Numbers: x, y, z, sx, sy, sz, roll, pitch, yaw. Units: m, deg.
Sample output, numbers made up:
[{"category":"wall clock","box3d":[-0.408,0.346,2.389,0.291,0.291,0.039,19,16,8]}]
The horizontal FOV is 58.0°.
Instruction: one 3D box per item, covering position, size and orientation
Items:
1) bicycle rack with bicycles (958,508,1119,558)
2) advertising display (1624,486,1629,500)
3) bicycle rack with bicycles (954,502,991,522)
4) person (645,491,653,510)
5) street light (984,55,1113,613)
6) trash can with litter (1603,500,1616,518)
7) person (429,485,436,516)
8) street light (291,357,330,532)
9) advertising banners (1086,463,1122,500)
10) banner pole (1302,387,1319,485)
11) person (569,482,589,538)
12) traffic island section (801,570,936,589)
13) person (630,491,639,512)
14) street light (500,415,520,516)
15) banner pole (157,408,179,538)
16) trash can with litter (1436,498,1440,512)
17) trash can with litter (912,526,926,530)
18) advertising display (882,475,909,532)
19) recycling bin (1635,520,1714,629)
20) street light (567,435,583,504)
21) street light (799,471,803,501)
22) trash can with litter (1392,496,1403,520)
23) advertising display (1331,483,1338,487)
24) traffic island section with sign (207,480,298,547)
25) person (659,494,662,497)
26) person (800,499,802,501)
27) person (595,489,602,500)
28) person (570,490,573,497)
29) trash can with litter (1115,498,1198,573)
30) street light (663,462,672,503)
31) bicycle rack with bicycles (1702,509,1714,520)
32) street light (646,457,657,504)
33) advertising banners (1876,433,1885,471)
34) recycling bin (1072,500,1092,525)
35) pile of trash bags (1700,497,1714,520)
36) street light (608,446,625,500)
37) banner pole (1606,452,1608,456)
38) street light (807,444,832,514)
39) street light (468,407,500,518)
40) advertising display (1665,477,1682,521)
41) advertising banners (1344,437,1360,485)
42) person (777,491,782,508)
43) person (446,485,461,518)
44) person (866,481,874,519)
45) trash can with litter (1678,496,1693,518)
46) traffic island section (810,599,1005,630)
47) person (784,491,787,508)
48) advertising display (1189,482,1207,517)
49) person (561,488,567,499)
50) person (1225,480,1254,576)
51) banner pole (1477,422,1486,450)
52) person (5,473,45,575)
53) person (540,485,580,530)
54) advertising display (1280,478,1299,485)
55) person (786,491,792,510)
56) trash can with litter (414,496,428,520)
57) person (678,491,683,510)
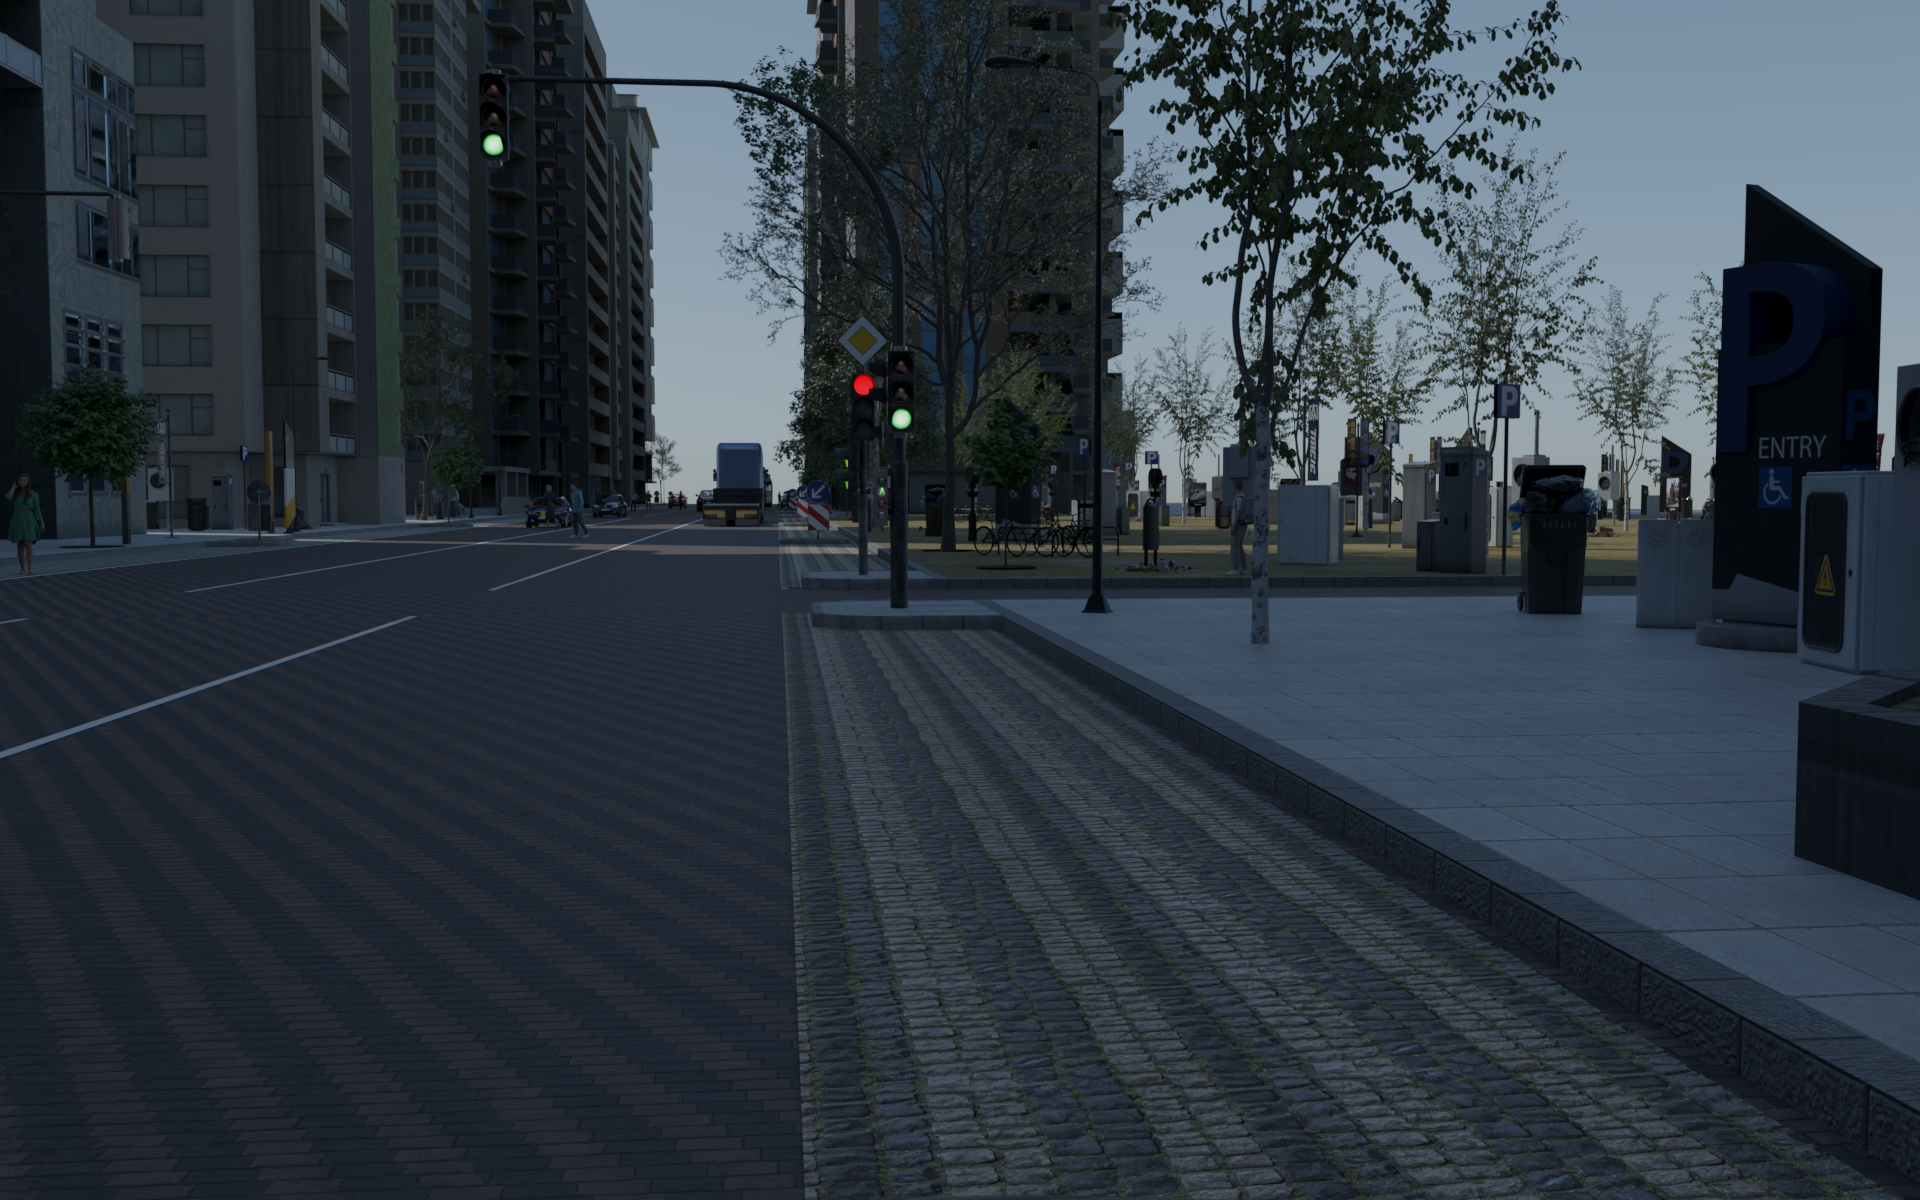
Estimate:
[{"category":"bicycle rack with bicycles","box3d":[2.027,-1.369,35.764,2.852,0.926,2.925,-2,4,-35]},{"category":"advertising display","box3d":[39.531,-5.969,102.800,0.123,1.923,0.974,2,4,30]},{"category":"bicycle rack with bicycles","box3d":[0.736,-3.967,78.239,2.925,0.926,2.852,3,5,42]},{"category":"person","box3d":[-28.210,-9.061,157.180,0.617,1.759,0.750,0,4,4]},{"category":"street light","box3d":[0.952,-2.815,18.572,1.470,5.913,1.316,0,4,-6]},{"category":"trash can with litter","box3d":[35.327,-5.090,94.602,1.055,1.170,0.624,3,5,42]},{"category":"person","box3d":[-30.111,-5.691,99.369,0.678,1.792,0.850,2,4,24]},{"category":"street light","box3d":[-21.977,-5.262,58.575,1.470,5.913,1.316,0,4,-6]},{"category":"advertising banners","box3d":[8.005,-6.110,96.086,2.074,3.025,0.090,0,4,-7]},{"category":"banner pole","box3d":[8.132,-3.077,40.320,0.401,3.779,0.863,-1,4,-20]},{"category":"person","box3d":[-12.473,-2.947,56.704,0.620,1.820,0.660,-3,5,-45]},{"category":"traffic island section","box3d":[-1.512,-0.318,27.485,2.009,0.180,2.903,0,4,-6]},{"category":"person","box3d":[-26.247,-7.952,139.449,0.756,1.711,0.436,1,4,12]},{"category":"street light","box3d":[-26.599,-7.918,102.005,1.470,5.913,1.316,0,4,-6]},{"category":"banner pole","box3d":[-23.129,-3.695,50.433,0.401,3.779,0.863,0,4,5]},{"category":"trash can with litter","box3d":[12.977,-2.210,47.522,0.624,1.170,1.055,3,5,41]},{"category":"trash can with litter","box3d":[-1.013,-3.120,62.071,1.678,1.210,2.233,3,5,42]},{"category":"advertising display","box3d":[-2.191,-3.249,58.330,0.974,1.923,0.123,-1,4,-10]},{"category":"recycling bin","box3d":[6.945,-0.258,16.778,0.722,1.027,0.722,1,4,21]},{"category":"street light","box3d":[-30.136,-9.966,135.487,1.470,5.913,1.316,0,4,-6]},{"category":"street light","box3d":[-12.515,-10.553,145.089,1.470,5.913,1.316,0,4,-6]},{"category":"trash can with litter","box3d":[22.208,-4.618,86.886,1.055,1.170,0.624,0,4,4]},{"category":"advertising display","box3d":[21.817,-5.771,99.563,0.974,1.923,0.123,0,4,1]},{"category":"traffic island section with sign","box3d":[-19.370,-2.383,47.595,1.989,1.847,2.006,0,4,-6]},{"category":"person","box3d":[-44.786,-15.291,256.036,1.348,1.826,0.705,-1,4,-10]},{"category":"person","box3d":[-22.526,-14.620,245.177,0.705,1.812,1.348,-2,4,-29]},{"category":"person","box3d":[-33.018,-9.276,158.241,0.750,1.759,0.617,0,4,-5]},{"category":"person","box3d":[-30.847,-8.029,138.252,0.756,1.711,0.436,-3,5,-44]},{"category":"trash can with litter","box3d":[3.455,-1.116,29.305,1.678,1.210,2.233,2,4,24]},{"category":"street light","box3d":[-42.363,-17.030,250.984,1.470,5.913,1.316,0,4,-6]},{"category":"bicycle rack with bicycles","box3d":[19.068,-1.766,42.250,2.925,0.926,2.852,-2,4,-27]},{"category":"street light","box3d":[-38.853,-15.019,218.103,1.470,5.913,1.316,0,4,-6]},{"category":"advertising banners","box3d":[25.891,-3.328,50.603,0.090,3.025,2.074,-3,5,-40]},{"category":"recycling bin","box3d":[5.093,-3.597,71.361,0.722,1.027,0.722,-3,5,-40]},{"category":"pile of trash bags","box3d":[37.698,-4.634,85.518,1.912,1.369,3.447,1,4,18]},{"category":"street light","box3d":[-33.632,-11.981,168.426,1.470,5.913,1.316,0,4,-6]},{"category":"banner pole","box3d":[38.485,-6.935,103.400,0.401,3.779,0.863,0,4,-2]},{"category":"street light","box3d":[-8.961,-8.500,111.522,1.470,5.913,1.316,0,4,-6]},{"category":"street light","box3d":[-25.474,-7.312,92.092,1.470,5.913,1.316,0,4,-6]},{"category":"advertising display","box3d":[26.859,-3.668,65.184,0.123,1.923,0.974,0,4,-6]},{"category":"advertising banners","box3d":[11.220,-3.474,52.993,2.074,3.025,0.090,1,4,18]},{"category":"person","box3d":[-18.104,-10.056,173.829,0.530,1.710,0.541,-2,4,-24]},{"category":"person","box3d":[-26.777,-5.185,91.299,0.782,1.767,0.515,0,3,0]},{"category":"person","box3d":[-3.450,-3.542,64.439,0.515,1.767,0.782,0,4,-1]},{"category":"trash can with litter","box3d":[28.722,-3.455,67.546,2.233,1.210,1.678,1,4,18]},{"category":"traffic island section","box3d":[-0.673,0.167,19.543,2.009,0.180,2.903,0,4,-6]},{"category":"person","box3d":[-17.626,-10.162,175.372,1.217,1.743,0.721,-1,4,-12]},{"category":"advertising display","box3d":[13.069,-5.503,95.195,0.974,1.923,0.123,0,4,-8]},{"category":"person","box3d":[-30.276,-7.713,132.876,0.721,1.743,1.217,0,4,-4]},{"category":"person","box3d":[4.417,-1.150,27.435,0.523,1.515,0.503,0,4,-7]},{"category":"banner pole","box3d":[17.963,-4.266,59.770,0.401,3.779,0.863,0,4,-6]},{"category":"person","box3d":[-16.515,-1.336,30.598,0.600,1.795,0.529,-2,4,-30]},{"category":"person","box3d":[-16.185,-3.743,69.917,1.509,1.804,0.699,0,4,0]},{"category":"advertising display","box3d":[13.622,-4.027,71.060,0.974,1.923,0.123,1,4,19]},{"category":"person","box3d":[-14.865,-8.610,150.191,0.530,1.710,0.541,-3,5,-40]},{"category":"trash can with litter","box3d":[-26.337,-4.494,84.859,0.624,1.170,1.055,-2,4,-34]},{"category":"person","box3d":[-25.464,-9.061,157.372,0.721,1.736,1.217,-1,4,-22]}]
